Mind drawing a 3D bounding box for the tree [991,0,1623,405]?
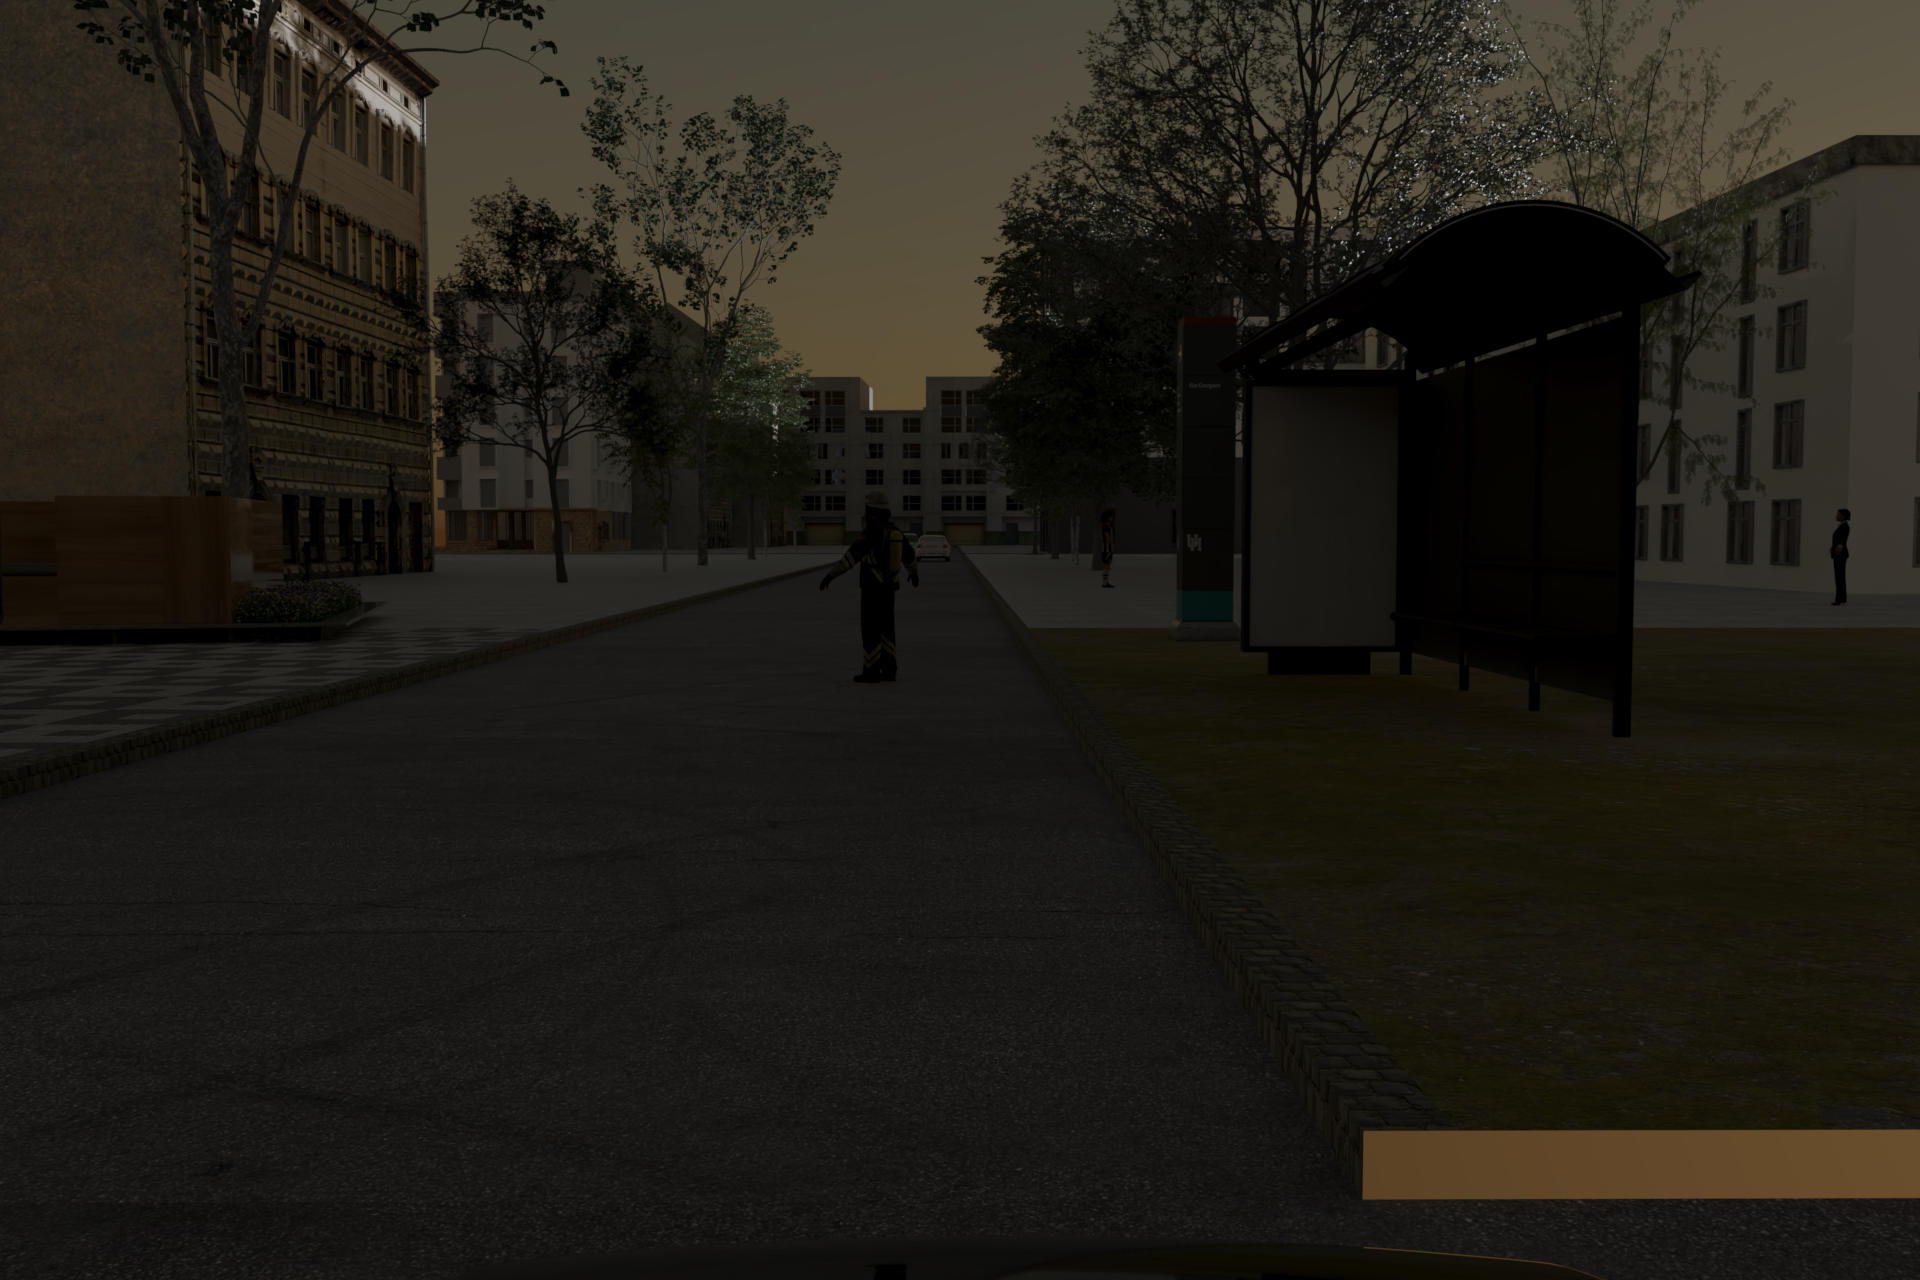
[{"bbox_3d":[5.700,-7.256,29.012,12.009,13.543,11.850,0,3,0],"label":"tree"}]

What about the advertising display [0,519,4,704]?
[{"bbox_3d":[-7.285,-0.452,12.598,0.123,1.923,0.974,0,4,-1],"label":"advertising display"}]

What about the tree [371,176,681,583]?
[{"bbox_3d":[-10.832,-6.801,45.616,7.601,10.594,8.767,1,4,19],"label":"tree"}]

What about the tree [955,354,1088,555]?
[{"bbox_3d":[4.782,-12.055,107.474,12.009,13.543,11.850,0,3,0],"label":"tree"}]

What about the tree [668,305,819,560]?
[{"bbox_3d":[-10.879,-10.298,86.500,7.486,12.596,7.792,0,3,0],"label":"tree"}]

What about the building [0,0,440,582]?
[{"bbox_3d":[-27.180,-13.347,49.145,19.493,23.208,18.063,0,4,0],"label":"building"}]

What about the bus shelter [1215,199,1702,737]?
[{"bbox_3d":[3.416,-1.184,13.277,2.014,3.302,5.546,0,4,-1],"label":"bus shelter"}]

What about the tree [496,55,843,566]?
[{"bbox_3d":[-11.831,-13.119,70.379,12.611,20.169,13.585,0,3,0],"label":"tree"}]

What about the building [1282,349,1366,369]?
[{"bbox_3d":[19.702,-8.367,78.941,9.099,9.664,28.070,0,4,0],"label":"building"}]

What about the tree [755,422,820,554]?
[{"bbox_3d":[-10.665,-9.737,109.559,4.737,8.622,4.395,0,3,0],"label":"tree"}]

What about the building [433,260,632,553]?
[{"bbox_3d":[-30.389,-16.184,121.029,16.016,20.090,11.380,0,4,0],"label":"building"}]

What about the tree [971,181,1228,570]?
[{"bbox_3d":[4.892,-9.429,60.825,9.857,13.997,8.962,0,3,0],"label":"tree"}]

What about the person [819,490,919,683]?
[{"bbox_3d":[-0.814,-0.525,16.812,0.705,1.856,1.354,3,5,40],"label":"person"}]

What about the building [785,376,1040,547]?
[{"bbox_3d":[-3.524,-20.326,201.242,31.486,18.905,16.747,0,4,2],"label":"building"}]

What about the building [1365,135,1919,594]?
[{"bbox_3d":[19.532,-6.636,50.641,9.099,9.664,28.070,0,4,0],"label":"building"}]

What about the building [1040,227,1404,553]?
[{"bbox_3d":[19.877,-17.600,131.738,27.936,21.610,32.646,0,4,0],"label":"building"}]

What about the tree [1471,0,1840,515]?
[{"bbox_3d":[8.364,-4.371,21.826,4.360,8.622,3.978,0,3,0],"label":"tree"}]

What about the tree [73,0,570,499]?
[{"bbox_3d":[-10.021,-10.224,23.045,12.611,20.169,13.585,0,3,0],"label":"tree"}]

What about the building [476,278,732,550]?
[{"bbox_3d":[-30.609,-19.609,151.529,19.493,23.208,18.063,0,4,0],"label":"building"}]

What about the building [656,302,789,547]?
[{"bbox_3d":[-27.671,-20.965,173.705,19.493,23.208,18.063,0,4,0],"label":"building"}]

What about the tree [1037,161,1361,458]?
[{"bbox_3d":[5.907,-6.676,43.563,8.767,10.594,7.601,-2,4,-27],"label":"tree"}]

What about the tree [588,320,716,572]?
[{"bbox_3d":[-10.274,-6.627,58.709,4.737,8.622,4.395,0,3,0],"label":"tree"}]

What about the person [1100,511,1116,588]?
[{"bbox_3d":[3.550,-2.162,41.497,0.704,1.843,1.345,0,4,-1],"label":"person"}]

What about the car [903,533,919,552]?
[{"bbox_3d":[-3.318,-5.997,106.849,1.959,1.807,4.718,0,4,-1],"label":"car"}]

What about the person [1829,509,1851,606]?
[{"bbox_3d":[15.774,-1.496,31.185,0.721,1.740,1.216,1,4,22],"label":"person"}]

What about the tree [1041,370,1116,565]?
[{"bbox_3d":[4.874,-7.395,71.276,4.737,8.622,4.395,0,3,0],"label":"tree"}]

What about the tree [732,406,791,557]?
[{"bbox_3d":[-10.620,-8.877,95.509,4.360,8.622,3.978,0,3,0],"label":"tree"}]

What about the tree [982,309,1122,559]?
[{"bbox_3d":[4.957,-10.345,87.264,7.486,12.596,7.792,0,3,0],"label":"tree"}]

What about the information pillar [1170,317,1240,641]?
[{"bbox_3d":[2.977,-1.934,21.002,0.750,3.857,0.750,0,4,1],"label":"information pillar"}]

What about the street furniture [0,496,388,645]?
[{"bbox_3d":[-10.465,-1.017,23.477,9.812,1.723,11.010,-1,4,-14],"label":"street furniture"}]

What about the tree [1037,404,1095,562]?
[{"bbox_3d":[5.262,-7.876,79.139,4.360,8.622,3.978,0,3,0],"label":"tree"}]

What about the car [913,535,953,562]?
[{"bbox_3d":[-1.430,-4.833,91.383,2.083,1.381,4.827,0,3,0],"label":"car"}]
